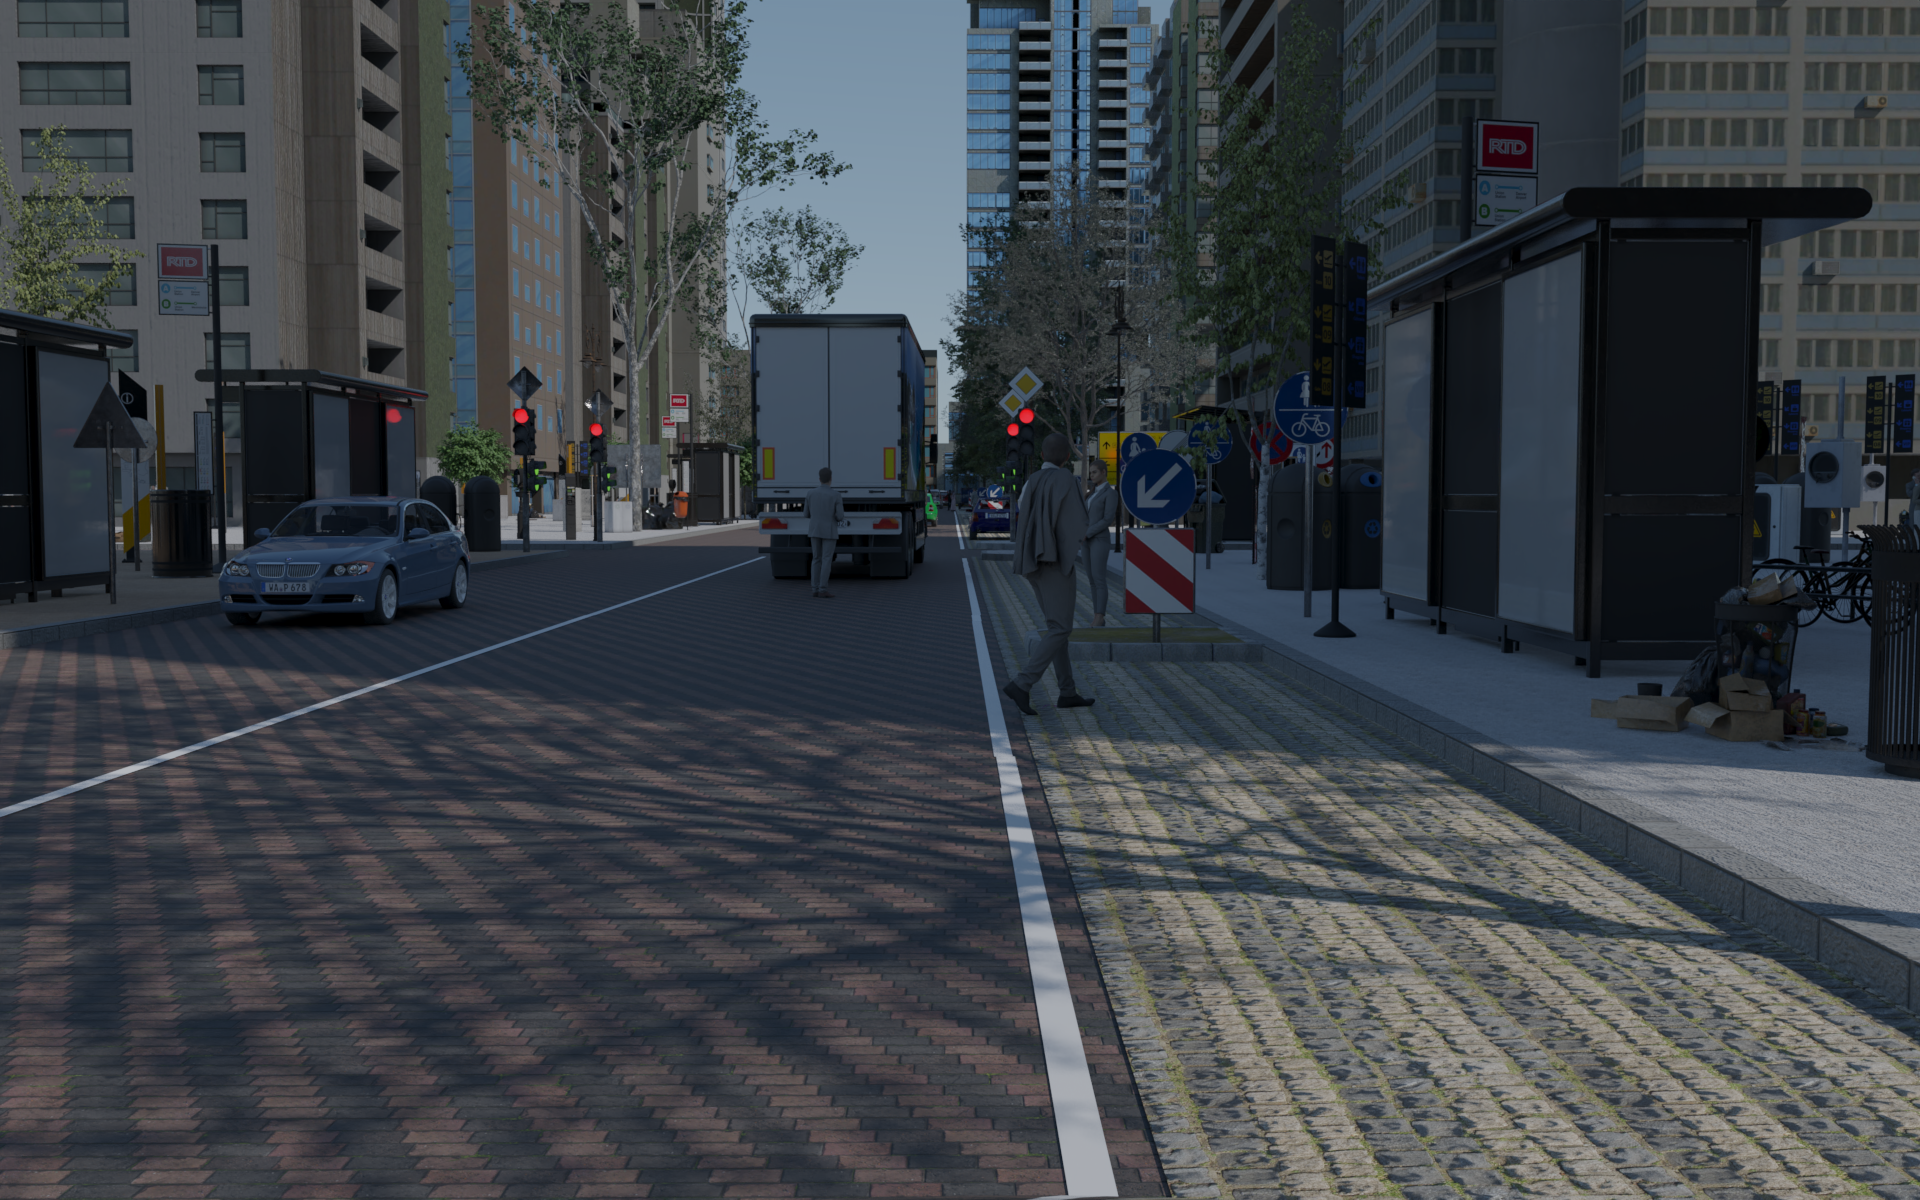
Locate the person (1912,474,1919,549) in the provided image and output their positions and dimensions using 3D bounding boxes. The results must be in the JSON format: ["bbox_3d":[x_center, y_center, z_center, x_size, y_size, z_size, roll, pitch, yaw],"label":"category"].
[{"bbox_3d":[19.705,-1.760,35.374,0.519,1.759,0.362,-2,4,-32],"label":"person"}]

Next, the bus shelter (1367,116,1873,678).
[{"bbox_3d":[5.166,-2.357,16.175,2.179,5.291,8.768,0,4,0],"label":"bus shelter"}]

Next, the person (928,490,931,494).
[{"bbox_3d":[-2.768,-8.913,154.160,0.705,1.831,1.348,0,4,6],"label":"person"}]

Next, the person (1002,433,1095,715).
[{"bbox_3d":[0.615,-0.167,11.324,0.850,1.850,0.679,-3,4,-38],"label":"person"}]

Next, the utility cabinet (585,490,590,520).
[{"bbox_3d":[-18.123,-4.591,83.740,1.173,1.500,0.318,0,4,-2],"label":"utility cabinet"}]

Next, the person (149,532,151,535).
[{"bbox_3d":[-16.895,-1.549,36.860,0.738,1.151,1.012,-1,4,-23],"label":"person"}]

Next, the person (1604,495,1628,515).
[{"bbox_3d":[8.666,-1.031,23.083,0.511,1.800,0.466,-2,4,-26],"label":"person"}]

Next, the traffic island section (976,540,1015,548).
[{"bbox_3d":[1.431,-1.463,46.200,2.009,0.180,2.903,0,4,0],"label":"traffic island section"}]

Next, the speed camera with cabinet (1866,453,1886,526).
[{"bbox_3d":[27.688,-3.648,53.984,2.038,3.252,0.660,1,4,14],"label":"speed camera with cabinet"}]

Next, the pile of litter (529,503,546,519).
[{"bbox_3d":[-22.581,-4.729,91.283,1.719,0.858,1.176,3,4,36],"label":"pile of litter"}]

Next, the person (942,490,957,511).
[{"bbox_3d":[-0.883,-8.679,150.432,1.348,1.821,0.705,-1,4,-23],"label":"person"}]

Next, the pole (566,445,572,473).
[{"bbox_3d":[-16.200,-4.769,71.819,0.158,3.312,0.155,0,3,0],"label":"pole"}]

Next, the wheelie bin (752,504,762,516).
[{"bbox_3d":[-12.057,-5.831,103.249,0.980,1.594,0.693,3,4,38],"label":"wheelie bin"}]

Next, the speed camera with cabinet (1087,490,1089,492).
[{"bbox_3d":[4.627,-4.748,71.960,0.660,3.252,2.038,-2,4,-29],"label":"speed camera with cabinet"}]

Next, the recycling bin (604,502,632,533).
[{"bbox_3d":[-11.391,-2.764,57.738,0.722,1.027,0.722,-2,4,-34],"label":"recycling bin"}]

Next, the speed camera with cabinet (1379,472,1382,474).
[{"bbox_3d":[17.328,-4.840,73.469,0.660,3.252,2.038,-3,4,-36],"label":"speed camera with cabinet"}]

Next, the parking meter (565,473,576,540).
[{"bbox_3d":[-10.851,-2.603,48.265,0.255,1.863,0.399,-1,4,-19],"label":"parking meter"}]

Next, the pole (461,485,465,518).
[{"bbox_3d":[-26.312,-5.987,91.726,0.158,3.312,0.155,0,3,0],"label":"pole"}]

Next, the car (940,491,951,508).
[{"bbox_3d":[-1.986,-10.736,184.202,2.281,1.827,5.304,0,4,-1],"label":"car"}]

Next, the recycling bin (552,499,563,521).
[{"bbox_3d":[-18.714,-4.225,81.630,0.722,1.027,0.722,1,4,22],"label":"recycling bin"}]

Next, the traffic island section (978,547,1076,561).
[{"bbox_3d":[1.471,-0.975,38.215,2.009,0.180,2.903,0,4,0],"label":"traffic island section"}]

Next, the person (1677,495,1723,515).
[{"bbox_3d":[9.541,-1.015,22.482,0.661,1.843,0.795,0,4,-5],"label":"person"}]

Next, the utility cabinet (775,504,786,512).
[{"bbox_3d":[-11.361,-6.073,110.463,1.020,1.237,0.306,-3,4,-36],"label":"utility cabinet"}]

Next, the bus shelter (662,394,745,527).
[{"bbox_3d":[-10.525,-5.768,71.931,2.179,5.291,8.768,0,4,0],"label":"bus shelter"}]

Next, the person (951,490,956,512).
[{"bbox_3d":[-0.571,-8.121,141.952,0.621,1.740,0.551,-2,4,-35],"label":"person"}]

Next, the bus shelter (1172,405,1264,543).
[{"bbox_3d":[7.218,-3.520,48.839,1.731,3.624,6.357,0,4,0],"label":"bus shelter"}]

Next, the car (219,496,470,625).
[{"bbox_3d":[-7.115,-0.517,20.463,2.014,1.417,4.499,0,3,0],"label":"car"}]

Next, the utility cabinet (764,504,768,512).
[{"bbox_3d":[-12.398,-6.163,109.445,0.318,1.500,1.173,-3,4,-38],"label":"utility cabinet"}]

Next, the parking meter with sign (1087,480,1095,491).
[{"bbox_3d":[7.292,-6.161,97.001,1.738,3.016,0.543,1,4,21],"label":"parking meter with sign"}]

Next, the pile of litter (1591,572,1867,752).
[{"bbox_3d":[4.142,0.278,9.412,1.176,0.858,1.719,0,4,1],"label":"pile of litter"}]

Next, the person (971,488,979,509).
[{"bbox_3d":[0.950,-5.849,104.234,0.635,1.810,0.391,-2,4,-34],"label":"person"}]

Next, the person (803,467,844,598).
[{"bbox_3d":[-1.851,-0.939,24.054,0.606,1.804,0.583,1,4,14],"label":"person"}]

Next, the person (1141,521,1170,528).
[{"bbox_3d":[5.312,-2.518,47.425,1.509,1.804,0.699,-3,5,-44],"label":"person"}]

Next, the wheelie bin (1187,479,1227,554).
[{"bbox_3d":[5.337,-1.813,37.556,0.693,1.594,0.980,-2,4,-33],"label":"wheelie bin"}]

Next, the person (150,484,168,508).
[{"bbox_3d":[-23.958,-2.799,51.770,0.622,1.834,0.822,-2,4,-27],"label":"person"}]

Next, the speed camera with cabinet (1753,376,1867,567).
[{"bbox_3d":[14.319,-2.164,29.710,0.660,3.252,2.038,-2,4,-31],"label":"speed camera with cabinet"}]

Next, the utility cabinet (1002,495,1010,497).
[{"bbox_3d":[2.983,-6.452,116.645,1.020,1.237,0.306,-2,4,-28],"label":"utility cabinet"}]

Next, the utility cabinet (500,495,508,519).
[{"bbox_3d":[-23.980,-4.812,89.837,1.020,1.237,0.306,-1,4,-16],"label":"utility cabinet"}]

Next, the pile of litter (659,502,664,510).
[{"bbox_3d":[-16.691,-4.961,95.075,1.176,0.858,1.719,-2,4,-30],"label":"pile of litter"}]

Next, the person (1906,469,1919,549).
[{"bbox_3d":[21.409,-2.000,38.555,0.655,1.846,0.447,0,4,7],"label":"person"}]

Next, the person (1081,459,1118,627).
[{"bbox_3d":[1.350,-0.556,17.861,0.573,1.790,0.520,-3,5,-44],"label":"person"}]

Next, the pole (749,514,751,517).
[{"bbox_3d":[-11.855,-6.362,97.860,0.158,3.312,0.155,0,3,0],"label":"pole"}]

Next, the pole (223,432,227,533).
[{"bbox_3d":[-24.164,-3.849,56.767,0.158,3.312,0.155,0,3,0],"label":"pole"}]

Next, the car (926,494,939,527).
[{"bbox_3d":[-1.896,-4.175,77.052,1.959,1.807,4.718,0,3,0],"label":"car"}]

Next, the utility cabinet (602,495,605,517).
[{"bbox_3d":[-20.178,-5.203,96.224,1.020,1.237,0.306,2,4,34],"label":"utility cabinet"}]

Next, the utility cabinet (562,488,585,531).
[{"bbox_3d":[-13.193,-3.074,58.944,0.318,1.500,1.173,-2,4,-30],"label":"utility cabinet"}]

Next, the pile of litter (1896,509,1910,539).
[{"bbox_3d":[27.062,-2.143,49.010,1.176,0.858,1.719,2,4,32],"label":"pile of litter"}]

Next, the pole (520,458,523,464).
[{"bbox_3d":[-24.602,-6.322,97.206,0.158,3.312,0.155,0,3,0],"label":"pole"}]

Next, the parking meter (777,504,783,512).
[{"bbox_3d":[-10.949,-5.924,105.268,0.372,1.533,0.369,0,3,0],"label":"parking meter"}]

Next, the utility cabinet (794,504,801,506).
[{"bbox_3d":[-10.770,-6.123,111.267,1.020,1.237,0.306,-1,4,-17],"label":"utility cabinet"}]

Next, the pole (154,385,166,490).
[{"bbox_3d":[-14.932,-2.356,32.367,0.158,3.312,0.155,0,3,0],"label":"pole"}]

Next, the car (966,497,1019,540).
[{"bbox_3d":[1.149,-2.591,54.950,1.945,1.354,3.894,0,4,0],"label":"car"}]
